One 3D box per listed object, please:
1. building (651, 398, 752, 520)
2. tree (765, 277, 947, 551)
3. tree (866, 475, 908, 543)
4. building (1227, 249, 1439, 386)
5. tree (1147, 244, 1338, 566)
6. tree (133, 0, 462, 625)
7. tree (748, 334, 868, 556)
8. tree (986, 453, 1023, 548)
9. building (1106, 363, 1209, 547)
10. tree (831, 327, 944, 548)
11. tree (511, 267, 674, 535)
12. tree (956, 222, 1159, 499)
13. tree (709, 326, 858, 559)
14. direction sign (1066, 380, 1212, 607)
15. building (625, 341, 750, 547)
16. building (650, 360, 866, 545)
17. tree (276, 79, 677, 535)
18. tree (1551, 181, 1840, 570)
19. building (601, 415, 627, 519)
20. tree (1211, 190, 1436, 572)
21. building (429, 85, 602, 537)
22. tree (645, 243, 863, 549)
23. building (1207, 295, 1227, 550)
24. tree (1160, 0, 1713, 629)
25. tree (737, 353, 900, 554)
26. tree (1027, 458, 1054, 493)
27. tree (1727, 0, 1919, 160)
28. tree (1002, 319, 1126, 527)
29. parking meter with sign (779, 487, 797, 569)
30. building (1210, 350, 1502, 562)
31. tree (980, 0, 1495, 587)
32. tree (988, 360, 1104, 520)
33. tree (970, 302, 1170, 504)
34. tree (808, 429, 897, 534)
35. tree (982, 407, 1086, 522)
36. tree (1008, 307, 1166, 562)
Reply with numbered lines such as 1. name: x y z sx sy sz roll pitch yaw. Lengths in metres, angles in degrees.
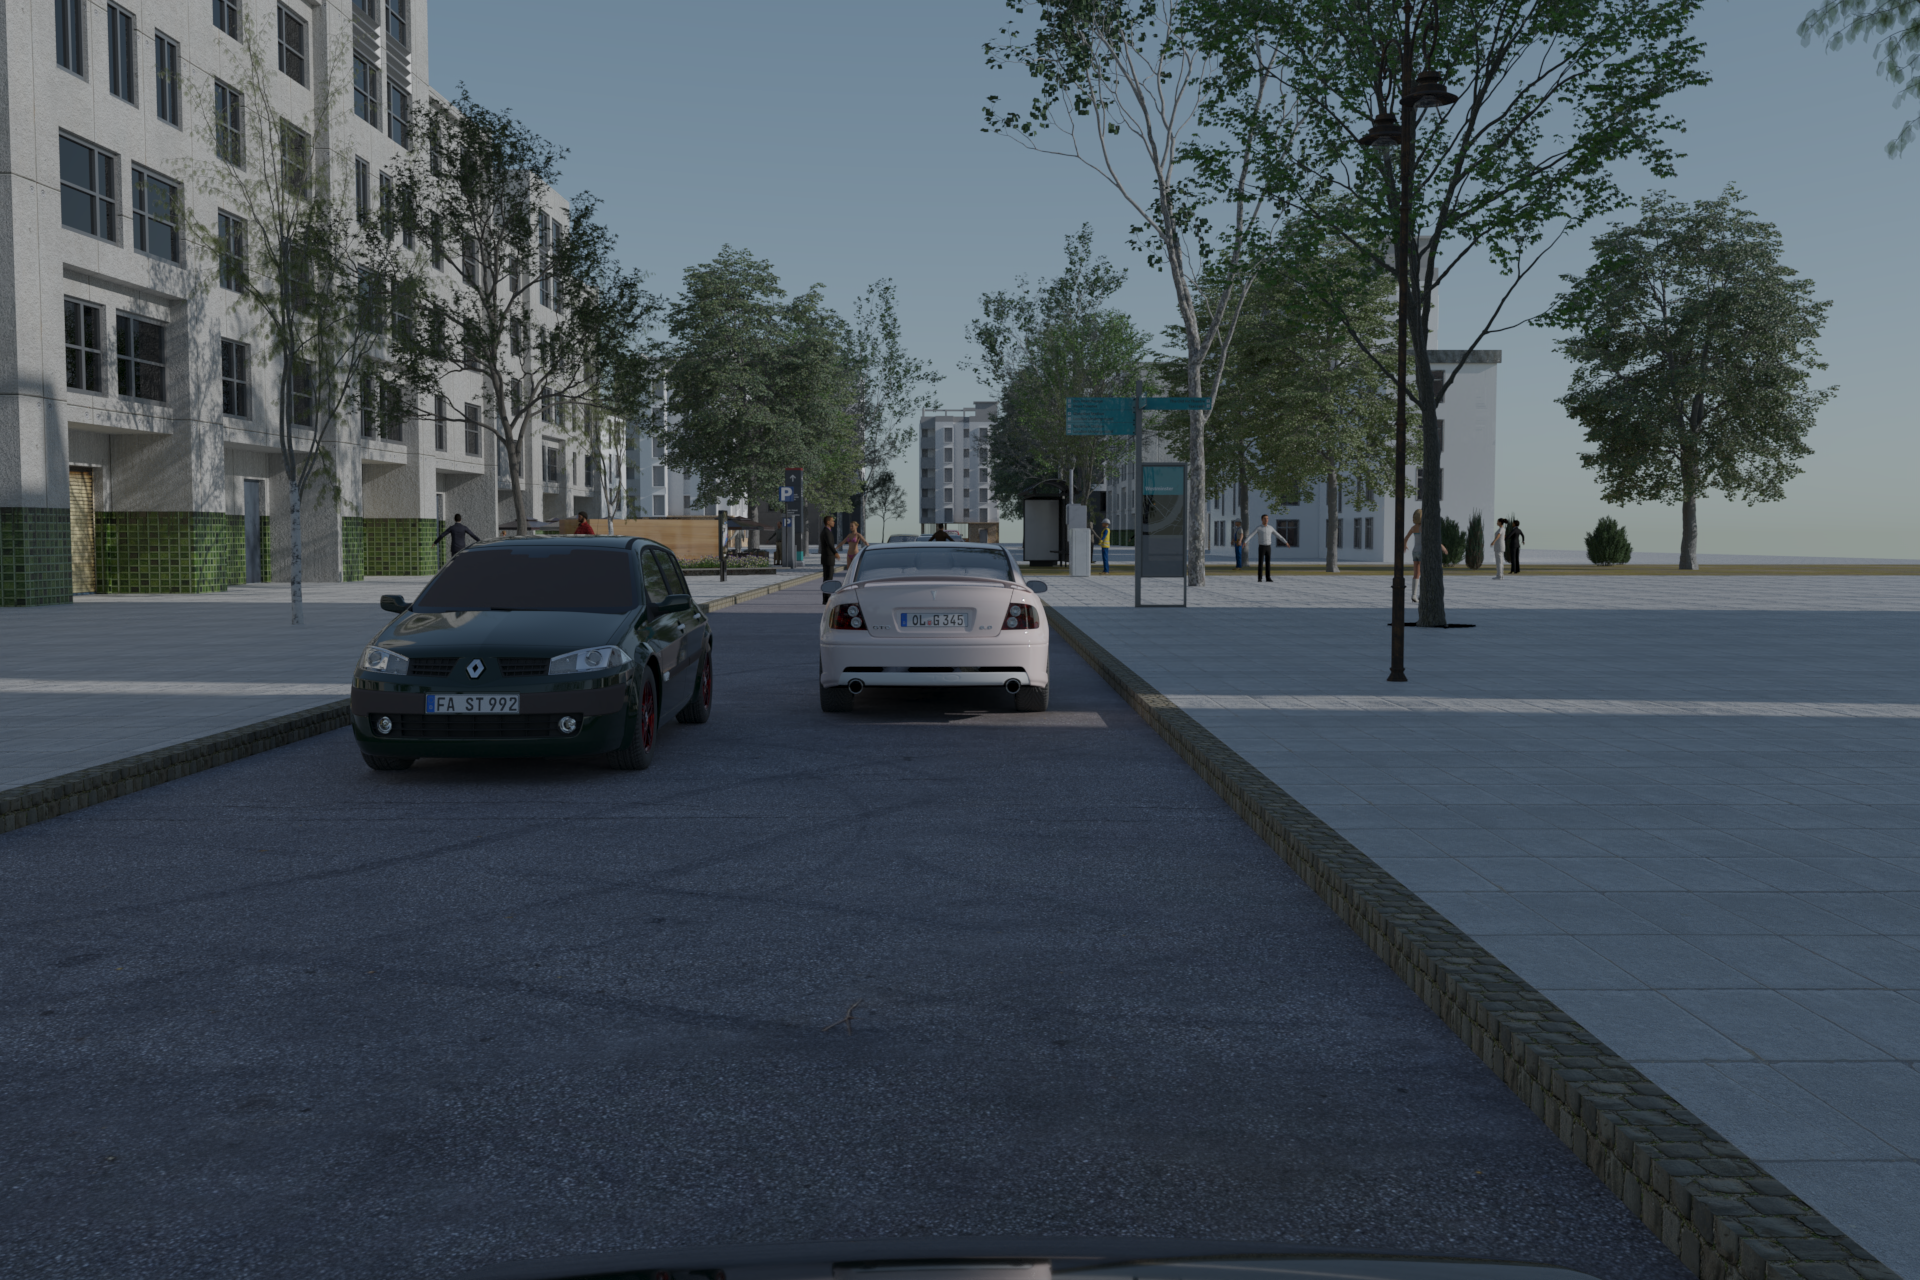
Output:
1. building: -28.959 -20.263 187.720 16.016 20.090 11.380 0 4 0
2. tree: -7.638 -16.599 127.278 12.611 20.169 13.585 0 3 0
3. tree: -10.880 -19.343 250.673 7.601 10.594 8.767 0 4 6
4. building: 23.989 -16.239 121.931 16.016 20.090 11.380 0 4 0
5. tree: 10.897 -9.204 68.618 7.486 12.596 7.792 0 3 0
6. tree: -9.652 -4.524 24.327 4.360 8.622 3.978 0 3 0
7. tree: -9.275 -11.063 99.001 7.486 12.596 7.792 0 3 0
8. tree: 5.892 -13.989 154.473 9.928 11.665 9.643 0 3 0
9. building: 25.679 -19.636 187.503 16.747 18.905 31.486 0 4 0
10. tree: -8.166 -18.472 157.908 12.611 20.169 13.585 0 3 0
11. tree: -9.157 -5.857 46.132 4.360 8.622 3.978 0 3 0
12. tree: 6.095 -15.393 107.562 12.611 20.169 13.585 0 3 0
13. tree: -8.997 -9.909 87.769 9.928 11.665 9.643 0 3 0
14. direction sign: 3.106 -2.500 29.644 2.525 3.948 1.411 0 4 0
15. building: -27.163 -19.193 170.225 16.016 20.090 11.380 0 4 0
16. building: -26.608 -22.891 218.236 27.936 21.610 32.646 0 4 0
17. tree: -9.315 -6.208 35.913 7.601 10.594 8.767 2 4 26
18. tree: 26.236 -9.515 62.223 9.857 13.997 8.962 0 3 0
19. building: -27.161 -10.763 118.129 9.099 9.664 28.070 0 4 1
20. tree: 12.135 -8.561 58.096 7.486 12.596 7.792 0 3 0
21. building: -29.183 -13.326 84.332 16.747 18.905 31.486 0 4 0
22. tree: -9.087 -10.348 75.852 9.857 13.997 8.962 0 3 0
23. building: 24.964 -17.222 137.995 16.016 20.090 11.380 0 4 0
24. tree: 6.403 -5.991 23.712 9.928 11.665 9.643 0 3 0
25. tree: -9.040 -12.336 112.062 12.009 13.543 11.850 0 3 0
26. tree: 6.155 -11.222 133.846 4.360 8.622 3.978 0 3 0
27. tree: 6.344 -3.655 10.128 4.360 8.622 3.978 0 3 0
28. tree: 4.140 -6.630 58.756 4.360 8.622 3.978 0 3 0
29. parking meter with sign: -6.370 -4.170 64.441 0.543 3.016 1.738 0 3 0
30. building: 19.984 -9.226 92.995 9.099 9.664 28.070 0 4 0
31. tree: 6.016 -11.289 40.463 12.611 20.169 13.585 0 3 0
32. tree: 6.272 -13.303 124.160 9.857 13.997 8.962 0 3 0
33. tree: 6.065 -11.066 91.300 12.009 13.543 11.850 0 3 0
34. tree: -8.782 -12.717 142.342 8.767 10.594 7.601 2 4 28
35. tree: 6.411 -14.428 142.560 9.857 13.997 8.962 0 3 0
36. tree: 5.787 -9.355 78.715 9.928 11.665 9.643 0 3 0
